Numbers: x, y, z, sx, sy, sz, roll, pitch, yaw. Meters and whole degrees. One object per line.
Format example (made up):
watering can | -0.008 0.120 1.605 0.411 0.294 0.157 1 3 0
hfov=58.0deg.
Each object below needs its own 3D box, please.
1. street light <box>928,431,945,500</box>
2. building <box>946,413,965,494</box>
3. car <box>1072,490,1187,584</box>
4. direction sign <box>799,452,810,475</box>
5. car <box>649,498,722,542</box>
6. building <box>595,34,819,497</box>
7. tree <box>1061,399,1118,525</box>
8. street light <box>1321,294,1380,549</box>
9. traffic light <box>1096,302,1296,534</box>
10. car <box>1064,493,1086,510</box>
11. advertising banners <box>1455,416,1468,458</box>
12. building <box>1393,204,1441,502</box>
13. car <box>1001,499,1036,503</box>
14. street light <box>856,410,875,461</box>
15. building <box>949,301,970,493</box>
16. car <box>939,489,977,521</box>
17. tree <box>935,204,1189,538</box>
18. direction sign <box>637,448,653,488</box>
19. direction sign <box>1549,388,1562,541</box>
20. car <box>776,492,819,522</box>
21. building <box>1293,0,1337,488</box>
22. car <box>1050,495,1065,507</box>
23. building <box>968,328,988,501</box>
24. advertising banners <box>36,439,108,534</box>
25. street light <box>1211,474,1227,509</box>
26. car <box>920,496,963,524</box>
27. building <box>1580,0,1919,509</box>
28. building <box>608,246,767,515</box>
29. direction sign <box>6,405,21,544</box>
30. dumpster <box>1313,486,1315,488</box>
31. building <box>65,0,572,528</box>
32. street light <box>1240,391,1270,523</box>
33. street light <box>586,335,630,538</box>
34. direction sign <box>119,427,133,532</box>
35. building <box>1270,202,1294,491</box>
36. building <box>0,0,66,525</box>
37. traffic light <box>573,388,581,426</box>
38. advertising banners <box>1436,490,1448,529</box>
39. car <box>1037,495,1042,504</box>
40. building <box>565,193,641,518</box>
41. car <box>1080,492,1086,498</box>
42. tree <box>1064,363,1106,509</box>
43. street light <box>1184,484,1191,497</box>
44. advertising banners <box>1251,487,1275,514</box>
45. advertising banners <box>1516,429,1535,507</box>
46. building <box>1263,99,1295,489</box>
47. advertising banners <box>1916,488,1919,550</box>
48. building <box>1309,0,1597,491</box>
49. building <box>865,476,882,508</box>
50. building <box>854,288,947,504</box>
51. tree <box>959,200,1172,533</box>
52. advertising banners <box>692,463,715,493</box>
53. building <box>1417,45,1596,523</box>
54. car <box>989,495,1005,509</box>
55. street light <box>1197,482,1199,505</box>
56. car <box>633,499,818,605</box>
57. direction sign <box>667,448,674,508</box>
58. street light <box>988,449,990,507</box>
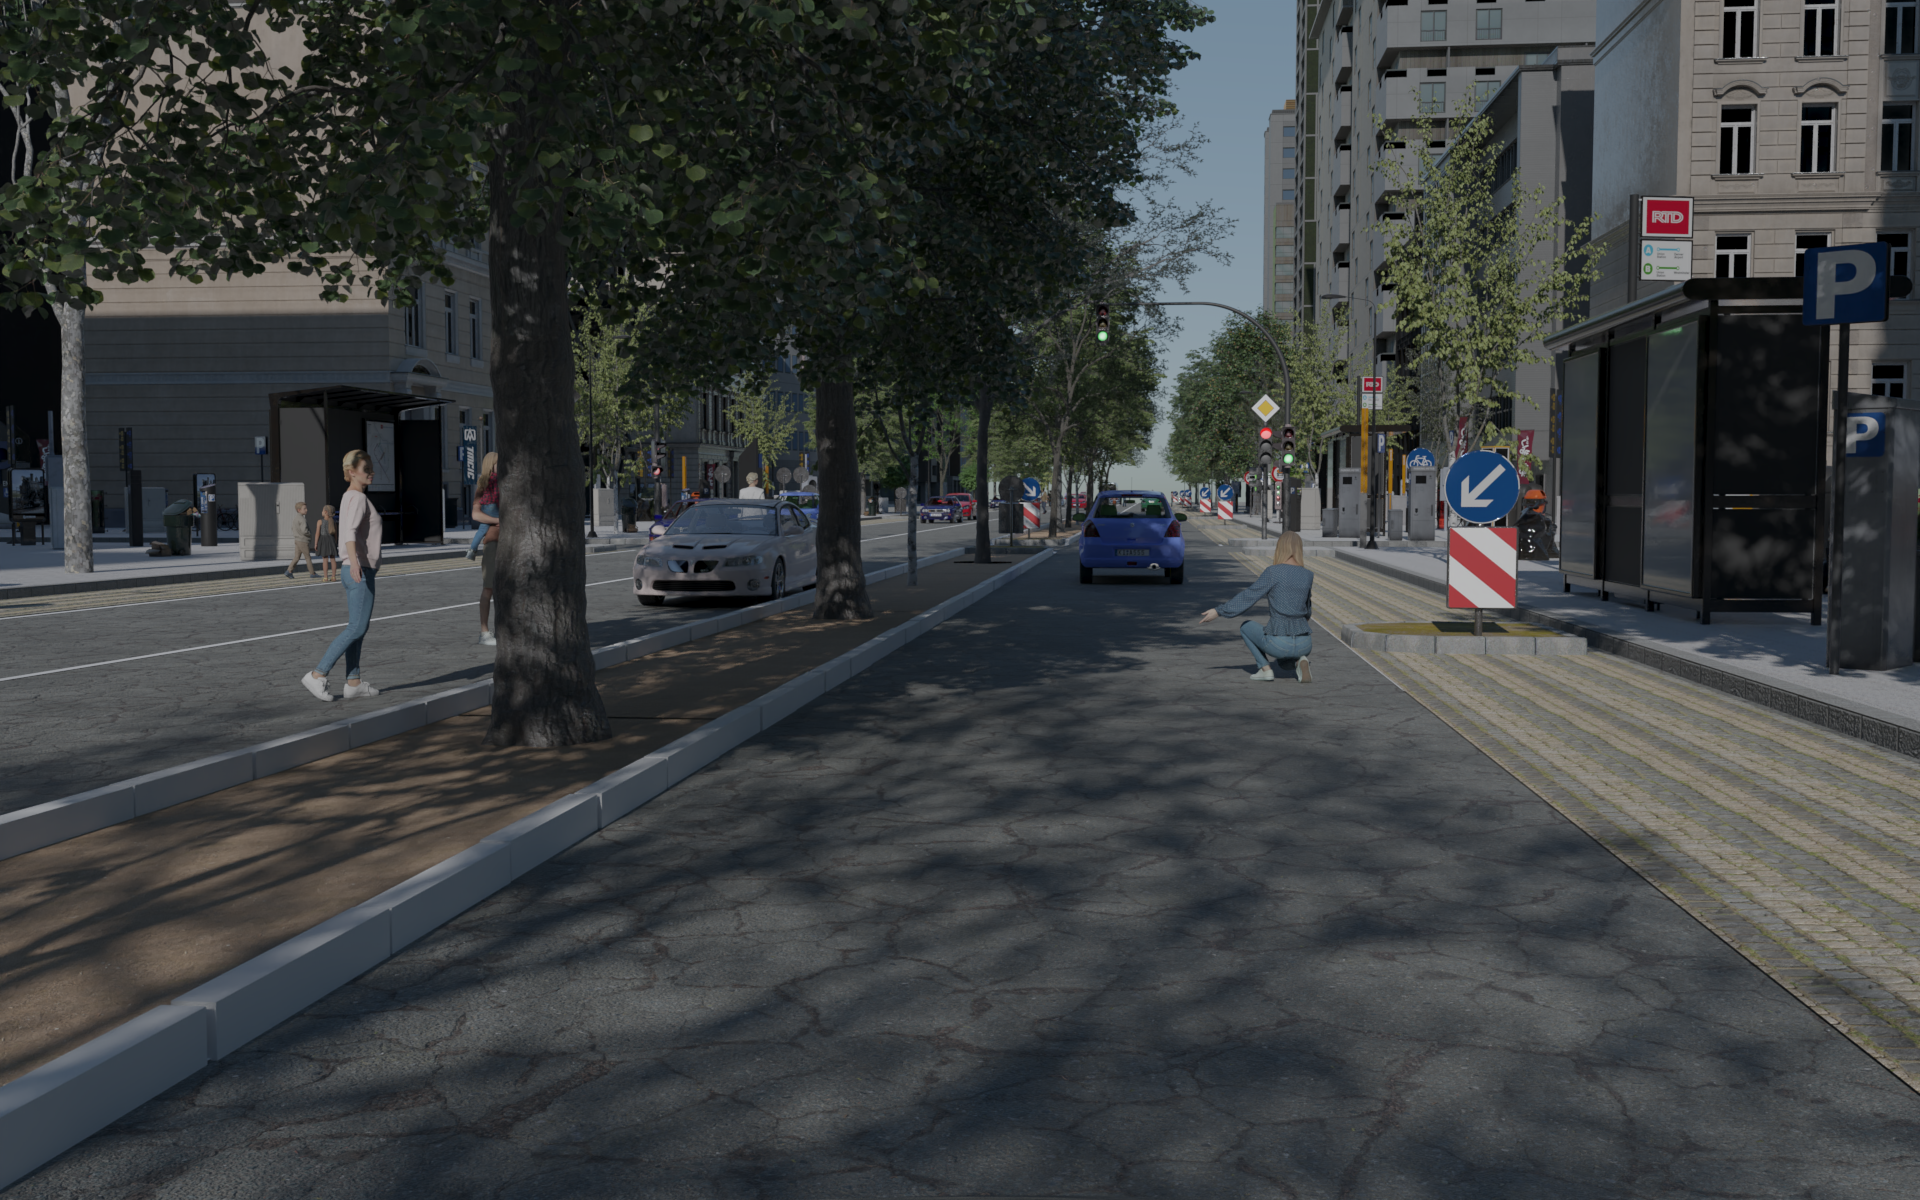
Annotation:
street light | -1.763 -9.478 127.505 1.470 5.913 1.316 0 4 6
building | -9.979 -49.407 246.053 20.563 71.187 20.611 0 4 6
car | 2.843 -1.185 28.968 1.945 1.707 3.694 0 4 4
direction sign | -8.311 -6.152 92.580 0.379 3.537 0.876 -3 5 -42
car | -5.963 -1.679 40.038 1.945 1.354 3.894 0 4 6
building | -22.231 -36.665 141.466 21.231 58.520 28.212 0 4 6
tree | 5.367 -7.711 78.891 4.360 8.622 3.978 0 3 0
street light | 9.064 -4.141 40.246 1.470 5.913 1.316 0 4 6
traffic light | 5.595 -4.053 40.938 4.771 5.953 1.251 0 4 6
car | 10.295 -8.797 152.871 2.155 1.783 4.494 0 4 4
advertising banners | 11.458 -2.574 38.274 0.090 3.025 2.074 -1 4 -11
building | 35.873 -17.347 113.300 12.332 23.373 15.834 0 4 6
car | 3.253 -4.995 93.667 2.014 1.417 4.499 1 4 8
street light | -5.184 -7.564 96.212 1.470 5.913 1.316 0 4 6
building | -6.066 -37.558 264.184 14.600 45.320 14.200 0 4 6
car | -0.090 -5.261 95.056 2.155 1.783 4.494 0 4 6
tree | 2.952 -7.272 55.763 8.767 10.594 7.601 0 4 6
direction sign | -15.639 -5.752 86.044 0.876 3.537 0.379 -3 4 -37
direction sign | 12.825 -2.775 37.368 0.379 3.537 0.876 2 4 33
car | -5.264 -2.845 56.099 1.945 1.707 3.694 0 4 5
building | 52.362 -48.141 225.352 20.563 71.187 20.611 0 4 6
car | 11.033 -11.349 197.555 2.014 1.417 4.499 0 4 5
building | -3.104 -36.366 278.183 14.154 41.232 14.086 0 4 6
advertising banners | -28.543 -3.639 55.689 0.090 3.025 2.074 3 5 45
street light | 18.441 -9.221 123.298 1.470 5.913 1.316 0 4 6
car | -0.903 -4.460 85.507 1.945 1.354 3.894 0 4 8
building | 36.456 -16.174 61.710 25.104 27.353 12.463 0 4 6
building | -19.750 -15.390 116.258 10.561 19.102 19.286 0 4 6
direction sign | -24.418 -3.219 44.628 0.379 3.537 0.876 -3 5 -39
dumpster | 17.808 -4.959 83.575 1.502 2.255 1.985 0 4 6
building | -26.194 -17.619 73.981 13.634 28.700 20.117 0 4 6
street light | 13.308 -6.460 78.165 1.470 5.913 1.316 0 4 6
street light | -10.291 -4.784 50.757 1.470 5.913 1.316 0 4 6
direction sign | -28.408 -4.101 59.045 0.876 3.537 0.379 3 4 38
building | 50.904 -34.267 243.852 14.154 41.232 14.086 0 4 6
building | -46.096 -14.740 70.671 15.834 23.373 12.332 0 4 6
traffic light | -9.722 -3.293 42.768 0.839 4.253 0.868 0 4 6
advertising banners | 17.767 -4.133 63.756 0.090 3.025 2.074 -2 4 -34
car | 9.742 -12.399 215.304 1.945 1.354 3.894 0 4 7
building | -26.182 -13.810 93.239 16.820 18.784 16.811 0 4 6
car | 18.782 -15.335 259.400 2.281 1.827 5.304 0 4 6
tree | 5.220 -8.055 84.520 4.737 8.622 4.395 0 3 0
street light | 26.910 -13.874 199.387 1.470 5.913 1.316 0 4 6
advertising banners | 19.615 -7.026 111.055 2.074 3.025 0.090 0 4 -4
advertising banners | 14.879 -3.151 47.707 0.090 3.025 2.074 -3 4 -39
building | 56.866 -44.183 264.393 21.231 58.520 28.212 0 4 6
advertising banners | 19.819 -2.506 37.154 2.074 3.025 0.090 0 4 5
building | 49.934 -35.566 170.746 28.713 52.752 27.495 0 4 6
building | -24.491 -29.179 168.951 32.217 40.220 23.993 0 4 6
building | -9.478 -27.973 229.058 14.160 30.474 14.107 0 4 6
tree | 3.673 -8.729 63.299 7.486 12.596 7.792 0 3 0
advertising banners | -15.066 -6.335 99.768 2.074 3.025 0.090 -2 4 -28
building | 33.316 -16.579 90.134 14.314 24.678 30.058 0 4 6
car | 3.758 -9.138 161.982 1.945 1.354 3.894 0 4 6
street light | 21.850 -11.095 153.942 1.470 5.913 1.316 0 4 6
car | -3.054 -0.700 23.802 2.083 1.381 4.827 0 4 7
direction sign | -14.354 -5.745 85.932 0.379 3.537 0.876 1 4 10
street light | 3.357 -12.283 173.362 1.470 5.913 1.316 0 4 6
